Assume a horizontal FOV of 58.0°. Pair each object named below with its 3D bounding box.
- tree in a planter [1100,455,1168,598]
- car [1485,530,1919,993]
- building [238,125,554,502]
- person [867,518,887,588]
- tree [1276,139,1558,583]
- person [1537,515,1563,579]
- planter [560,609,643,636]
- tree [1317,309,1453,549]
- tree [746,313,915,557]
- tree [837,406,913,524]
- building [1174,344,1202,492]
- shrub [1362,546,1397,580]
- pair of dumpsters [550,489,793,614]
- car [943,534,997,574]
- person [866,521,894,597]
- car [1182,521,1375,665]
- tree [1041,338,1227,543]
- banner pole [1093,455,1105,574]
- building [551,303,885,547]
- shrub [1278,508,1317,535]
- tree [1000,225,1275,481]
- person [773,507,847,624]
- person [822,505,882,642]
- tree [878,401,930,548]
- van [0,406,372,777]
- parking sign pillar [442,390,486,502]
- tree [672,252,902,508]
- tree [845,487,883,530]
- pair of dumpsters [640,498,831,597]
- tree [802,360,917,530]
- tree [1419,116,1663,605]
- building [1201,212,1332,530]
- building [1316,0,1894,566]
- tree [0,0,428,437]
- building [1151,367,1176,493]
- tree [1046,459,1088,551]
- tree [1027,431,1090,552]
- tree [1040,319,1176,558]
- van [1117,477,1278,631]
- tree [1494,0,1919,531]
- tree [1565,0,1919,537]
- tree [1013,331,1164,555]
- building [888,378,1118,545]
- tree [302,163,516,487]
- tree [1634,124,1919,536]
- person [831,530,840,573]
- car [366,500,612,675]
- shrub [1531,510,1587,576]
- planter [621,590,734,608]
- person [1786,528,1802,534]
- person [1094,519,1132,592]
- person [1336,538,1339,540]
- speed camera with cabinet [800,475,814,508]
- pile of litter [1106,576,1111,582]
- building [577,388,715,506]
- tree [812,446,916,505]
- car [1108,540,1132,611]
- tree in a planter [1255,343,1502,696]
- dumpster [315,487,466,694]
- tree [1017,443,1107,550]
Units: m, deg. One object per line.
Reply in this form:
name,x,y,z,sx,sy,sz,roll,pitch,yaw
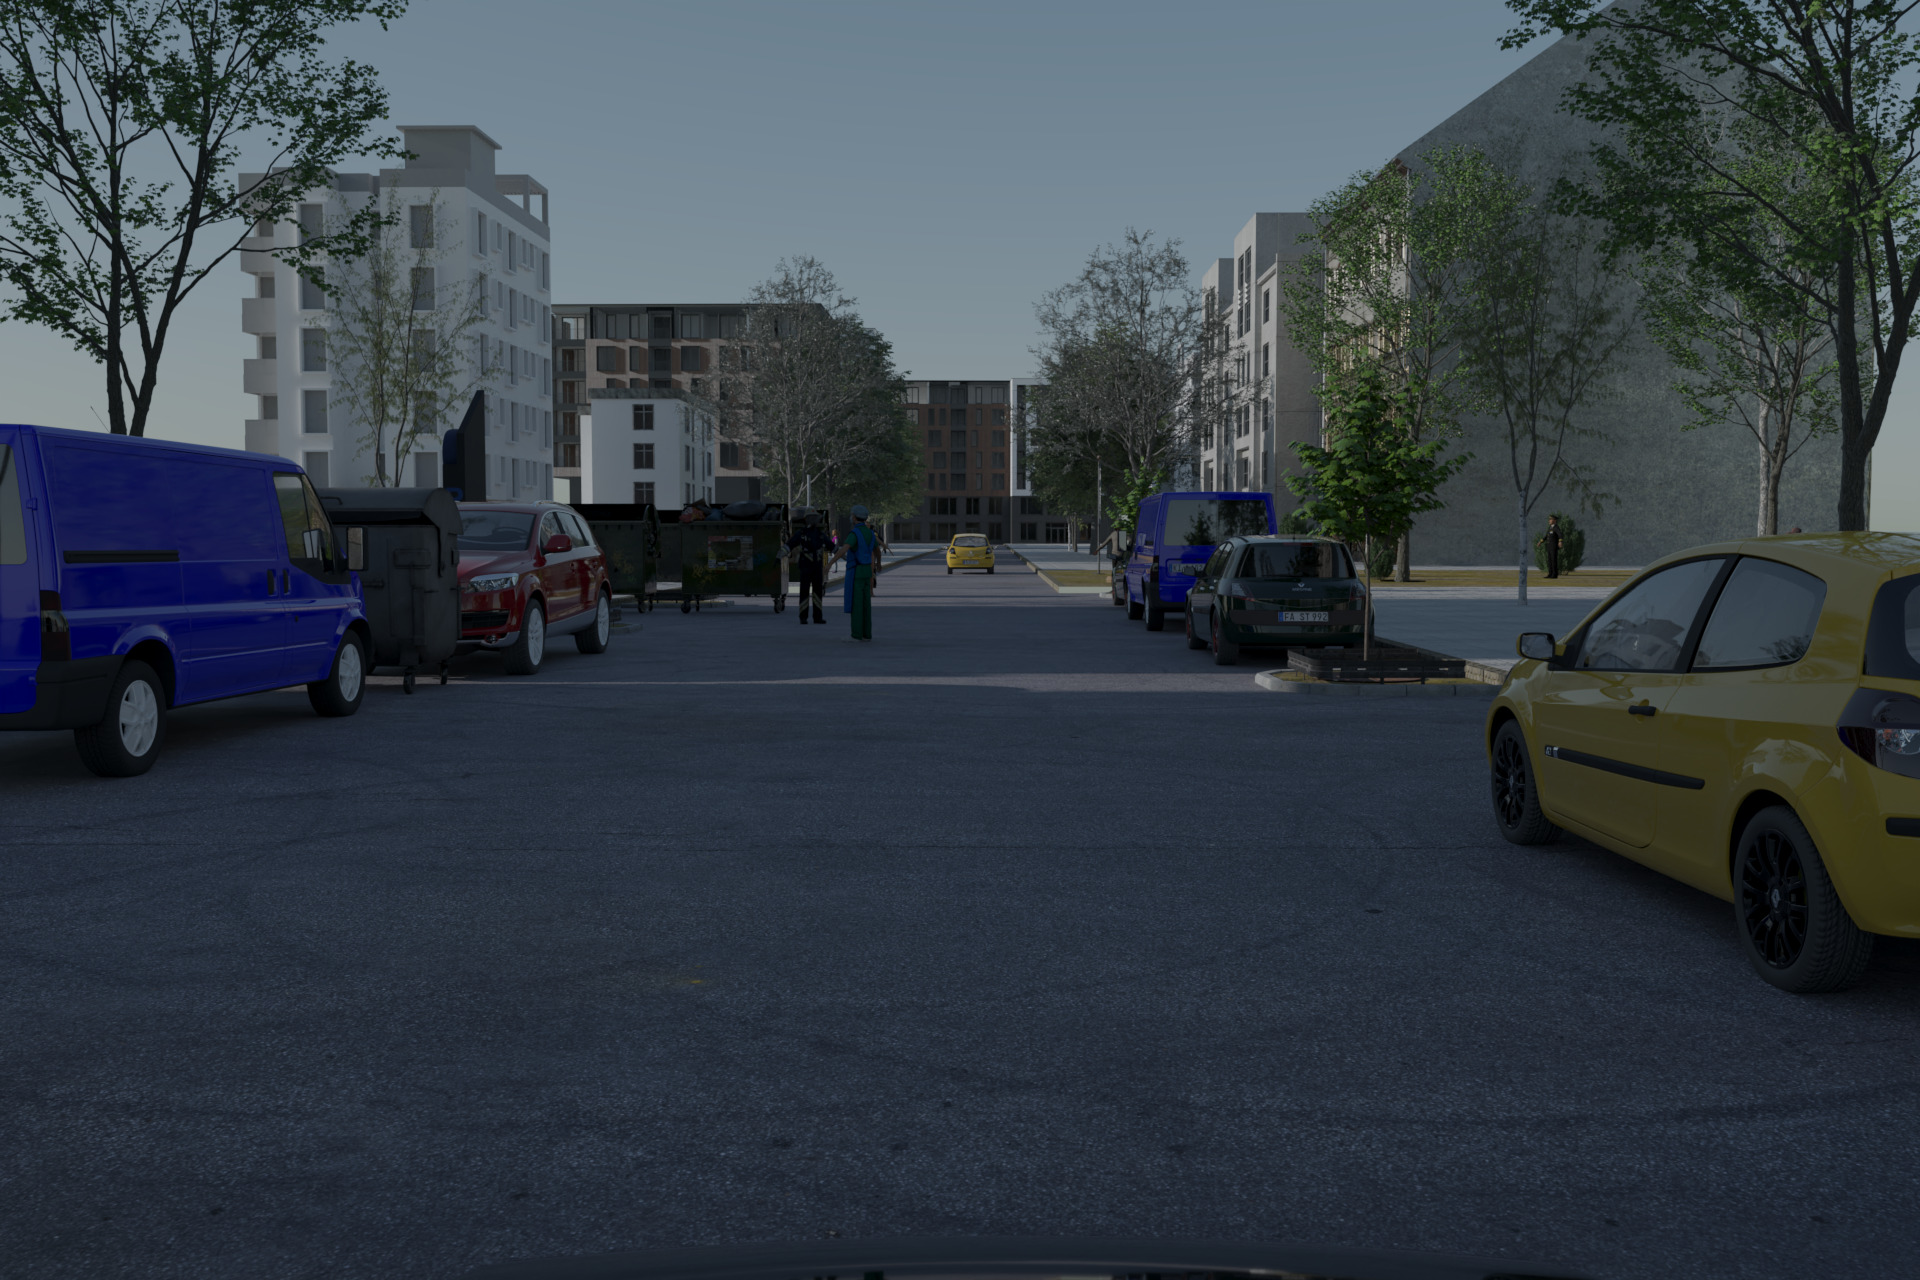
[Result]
tree in a planter,4.192,-2.576,39.347,1.991,3.239,1.994,0,4,1
car,3.387,0.207,6.841,2.015,1.641,3.980,0,4,0
building,-27.345,-13.777,81.682,16.016,20.090,11.380,0,4,0
person,-2.413,-2.304,45.911,1.354,1.856,0.705,-3,5,-45
tree,12.007,-7.354,45.991,9.928,11.665,9.643,0,3,0
person,17.021,-2.683,49.798,0.705,1.837,1.347,-1,4,-9
planter,-5.754,-0.263,25.434,1.991,0.319,1.994,0,4,2
tree,13.772,-6.537,57.243,4.737,8.622,4.395,0,3,0
tree,-7.270,-11.752,98.797,9.857,13.997,8.962,0,3,0
tree,-7.278,-13.319,135.889,7.486,12.596,7.792,0,3,0
building,26.447,-19.276,171.585,16.016,20.090,11.380,0,4,1
shrub,11.763,-2.291,48.578,1.383,1.207,1.383,0,3,0
pair of dumpsters,-5.320,-1.631,31.624,4.436,2.255,1.574,0,4,1
car,0.371,-3.229,63.021,2.015,1.641,3.980,0,4,0
person,-2.120,-1.853,39.560,1.217,1.733,0.721,-1,4,-11
car,3.664,-0.643,20.298,2.009,1.686,4.222,0,4,1
tree,8.020,-8.964,80.967,8.767,10.594,7.601,-1,4,-11
banner pole,4.421,-3.964,54.834,0.401,3.779,0.863,0,4,1
building,-22.397,-19.938,169.958,27.936,21.610,32.646,0,4,1
shrub,10.130,-2.979,52.744,1.661,2.075,1.752,0,3,0
tree,7.180,-9.661,68.320,12.009,13.543,11.850,0,3,0
person,-2.366,-1.184,27.602,1.354,1.856,0.705,-2,4,-27
person,-1.365,-0.885,23.050,0.704,1.817,1.347,2,4,29
tree,-6.010,-13.985,146.783,7.486,12.596,7.792,0,3,0
van,-5.745,-0.458,11.880,2.240,2.365,5.245,0,4,1
parking sign pillar,-9.094,-2.651,31.813,1.447,3.967,1.447,0,4,1
tree,-7.196,-10.060,74.857,12.009,13.543,11.850,0,3,0
tree,-6.203,-10.886,128.343,4.360,8.622,3.978,0,3,0
pair of dumpsters,-5.191,-2.124,39.671,4.436,2.255,1.574,0,4,1
tree,-6.491,-11.734,109.979,7.486,12.596,7.792,0,3,0
tree,10.222,-4.949,31.279,4.360,8.622,3.978,0,3,0
building,24.757,-14.518,103.819,16.747,18.905,31.486,0,4,1
building,27.372,-15.109,77.966,19.493,23.208,18.063,0,4,2
tree,-11.499,-6.003,23.905,9.928,11.665,9.643,0,3,0
building,25.611,-20.531,192.100,16.016,20.090,11.380,0,4,1
tree,8.308,-11.128,132.307,4.737,8.622,4.395,0,3,0
tree,8.022,-11.562,123.447,7.601,10.594,8.767,-3,5,-42
tree,7.795,-10.605,91.522,7.486,12.596,7.792,0,3,0
van,3.710,-1.396,27.208,2.240,2.365,5.245,0,4,1
tree,10.071,-5.700,18.956,9.928,11.665,9.643,0,3,0
tree,27.613,-12.469,59.754,12.611,20.169,13.585,0,3,0
tree,8.246,-12.268,107.236,9.857,13.997,8.962,0,3,0
building,4.116,-24.007,238.937,32.646,21.610,27.936,0,4,-2
tree,-11.745,-5.178,35.030,4.360,8.622,3.978,0,3,0
tree,21.017,-7.247,44.240,9.928,11.665,9.643,0,3,0
person,-4.196,-2.939,57.320,0.599,1.433,0.991,0,4,-8
car,-5.299,-0.651,19.310,2.281,1.827,5.304,0,4,1
shrub,18.547,-3.038,53.706,1.661,2.075,1.752,0,3,0
planter,-5.553,-0.813,34.436,1.991,0.319,1.994,0,4,1
person,18.472,-1.808,38.837,0.697,1.427,0.421,2,4,32
person,3.812,-2.024,41.678,1.348,1.813,0.705,3,5,41
person,15.806,-4.238,75.141,1.347,1.847,0.705,2,4,27
speed camera with cabinet,-5.198,-3.931,58.608,0.660,3.252,2.038,0,4,3
pile of litter,4.435,-1.941,45.700,1.176,0.858,1.719,0,4,0
building,-20.487,-10.493,113.706,9.099,9.664,28.070,0,4,0
tree,-7.169,-11.338,119.785,8.767,10.594,7.601,0,4,-2
car,3.920,-1.450,33.498,2.009,1.686,4.222,0,3,0
tree in a planter,3.843,-1.164,16.260,1.991,3.239,1.994,0,3,0
dumpster,-5.624,-0.472,15.940,1.865,1.857,1.264,0,4,2
tree,9.125,-12.633,140.964,8.767,10.594,7.601,-2,4,-31
